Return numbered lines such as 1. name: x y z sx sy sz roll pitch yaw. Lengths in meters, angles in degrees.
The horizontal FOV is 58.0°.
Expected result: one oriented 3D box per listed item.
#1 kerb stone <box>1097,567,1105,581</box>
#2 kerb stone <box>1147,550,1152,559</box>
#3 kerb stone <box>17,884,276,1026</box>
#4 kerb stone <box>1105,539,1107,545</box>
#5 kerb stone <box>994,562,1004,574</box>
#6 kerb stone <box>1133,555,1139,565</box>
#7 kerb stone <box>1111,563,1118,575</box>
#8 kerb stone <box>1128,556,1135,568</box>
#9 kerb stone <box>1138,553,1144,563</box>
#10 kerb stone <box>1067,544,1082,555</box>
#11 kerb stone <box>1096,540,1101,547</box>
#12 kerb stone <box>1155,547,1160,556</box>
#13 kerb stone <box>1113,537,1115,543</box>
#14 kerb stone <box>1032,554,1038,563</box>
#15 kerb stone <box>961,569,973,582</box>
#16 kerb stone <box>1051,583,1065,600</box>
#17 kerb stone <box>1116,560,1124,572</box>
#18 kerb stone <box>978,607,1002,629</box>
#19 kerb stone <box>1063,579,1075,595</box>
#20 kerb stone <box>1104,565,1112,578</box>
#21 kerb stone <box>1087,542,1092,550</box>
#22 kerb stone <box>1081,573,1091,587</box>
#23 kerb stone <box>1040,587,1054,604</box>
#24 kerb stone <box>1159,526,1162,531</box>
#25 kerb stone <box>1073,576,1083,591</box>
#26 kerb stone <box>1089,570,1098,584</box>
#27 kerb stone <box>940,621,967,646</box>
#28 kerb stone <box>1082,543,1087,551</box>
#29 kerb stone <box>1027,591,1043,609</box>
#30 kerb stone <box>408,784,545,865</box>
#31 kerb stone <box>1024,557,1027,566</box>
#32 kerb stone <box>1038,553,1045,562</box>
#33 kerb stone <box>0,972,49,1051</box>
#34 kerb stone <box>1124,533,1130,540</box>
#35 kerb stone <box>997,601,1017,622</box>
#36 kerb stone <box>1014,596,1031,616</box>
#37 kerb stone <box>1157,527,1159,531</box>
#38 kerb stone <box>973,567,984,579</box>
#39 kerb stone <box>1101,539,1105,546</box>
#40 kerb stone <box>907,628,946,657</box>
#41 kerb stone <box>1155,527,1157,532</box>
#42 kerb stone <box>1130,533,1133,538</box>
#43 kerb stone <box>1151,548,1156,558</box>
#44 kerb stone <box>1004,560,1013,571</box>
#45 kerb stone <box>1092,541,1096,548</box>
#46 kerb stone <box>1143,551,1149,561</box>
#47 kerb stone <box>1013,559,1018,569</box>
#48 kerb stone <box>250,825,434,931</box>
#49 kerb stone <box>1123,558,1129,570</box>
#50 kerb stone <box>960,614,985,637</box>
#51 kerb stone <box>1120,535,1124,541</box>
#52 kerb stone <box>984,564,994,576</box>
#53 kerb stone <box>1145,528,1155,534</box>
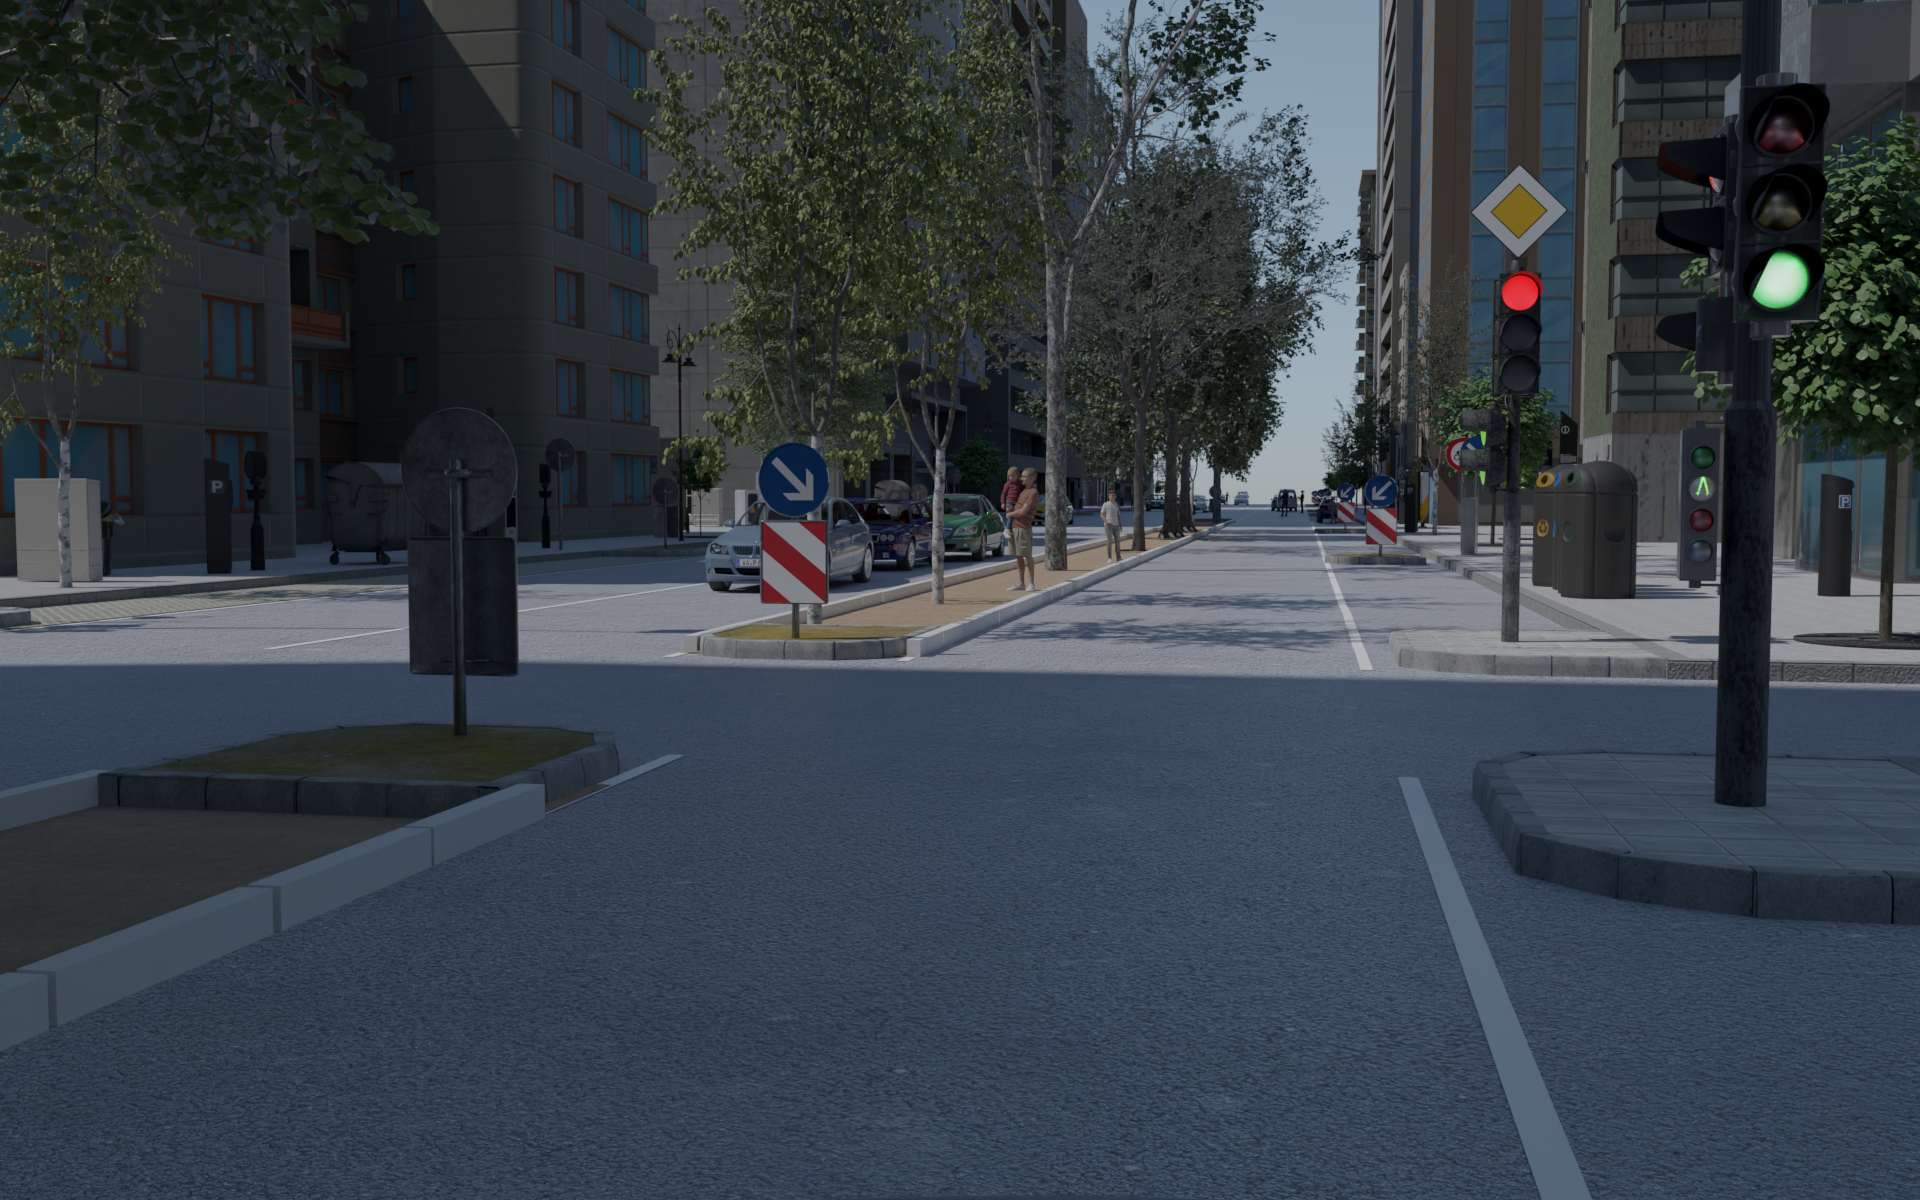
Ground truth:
1. kerb stone: 2.254 -0.403 28.793 0.120 0.150 1.000 1 4 11
2. kerb stone: 4.044 -0.957 37.850 0.120 0.150 1.000 1 4 11
3. kerb stone: -2.391 1.042 5.158 0.120 0.150 1.000 1 4 11
4. kerb stone: 3.977 -1.601 48.364 0.120 0.150 1.000 1 4 11
5. kerb stone: 0.613 -0.555 31.276 0.120 0.150 1.000 1 4 11
6. kerb stone: 3.451 -0.773 34.829 0.120 0.150 1.000 1 4 11
7. kerb stone: 2.655 -0.526 30.801 0.120 0.150 1.000 1 4 11
8. kerb stone: 3.259 -0.708 33.820 0.120 0.150 1.000 1 4 11
9. kerb stone: 3.648 -0.832 35.832 0.120 0.150 1.000 1 4 11
10. kerb stone: 2.793 -1.232 42.344 0.120 0.150 1.000 1 4 11
11. kerb stone: 3.582 -1.478 46.358 0.120 0.150 1.000 1 4 11
12. kerb stone: 4.434 -1.080 39.859 0.120 0.150 1.000 1 4 11
13. kerb stone: 4.373 -1.723 50.369 0.120 0.150 1.000 1 4 11
14. kerb stone: 1.403 -0.799 35.301 0.120 0.150 1.000 1 4 11
15. kerb stone: 0.015 -0.371 28.267 0.120 0.150 1.000 1 4 11
16. kerb stone: 1.273 -0.096 23.762 0.120 0.150 1.000 1 4 11
17. kerb stone: 2.856 -0.588 31.811 0.120 0.150 1.000 1 4 11
18. kerb stone: 0.278 0.212 18.733 0.120 0.150 1.000 1 4 11
19. kerb stone: 1.481 -0.157 24.769 0.120 0.150 1.000 1 4 11
20. kerb stone: 2.457 -0.464 29.798 0.120 0.150 1.000 1 4 11
21. kerb stone: 3.192 -1.355 44.350 0.120 0.150 1.000 1 4 11
22. kerb stone: 1.869 -0.275 26.786 0.120 0.150 1.000 1 4 11
23. kerb stone: 1.073 -0.034 22.752 0.120 0.150 1.000 1 4 11
24. kerb stone: 7.538 -2.707 66.451 0.120 0.150 1.000 1 4 11
25. kerb stone: 1.668 -0.219 25.774 0.120 0.150 1.000 1 4 11
26. kerb stone: 2.058 -0.341 27.790 0.120 0.150 1.000 1 4 11
27. kerb stone: -0.114 0.334 16.727 0.120 0.150 1.000 1 4 11
28. kerb stone: 2.992 -1.294 43.348 0.120 0.150 1.000 1 4 11
29. kerb stone: 0.873 0.027 21.750 0.120 0.150 1.000 1 4 11
30. kerb stone: -1.991 0.919 7.176 0.120 0.150 1.000 1 4 11
31. kerb stone: 1.211 -0.740 34.294 0.120 0.150 1.000 1 4 11
32. kerb stone: 1.605 -0.861 36.311 0.120 0.150 1.000 1 4 11
33. kerb stone: -2.590 1.104 4.146 0.120 0.150 1.000 1 4 11
34. kerb stone: 5.166 -1.969 54.395 0.120 0.150 1.000 1 4 11
35. kerb stone: 0.482 0.150 19.743 0.120 0.150 1.000 1 4 11
36. kerb stone: 0.687 0.089 20.745 0.120 0.150 1.000 1 4 11
37. kerb stone: 7.341 -2.645 65.448 0.120 0.150 1.000 1 4 11
38. kerb stone: 0.220 -0.433 29.269 0.120 0.150 1.000 1 4 11
39. kerb stone: 3.785 -1.535 47.360 0.120 0.150 1.000 1 4 11
40. kerb stone: -0.313 0.396 15.724 0.120 0.150 1.000 1 4 11
41. kerb stone: 7.147 -2.584 64.444 0.120 0.150 1.000 1 4 11
42. kerb stone: 5.368 -2.031 55.398 0.120 0.150 1.000 1 4 11
43. kerb stone: 4.245 -1.019 38.852 0.120 0.150 1.000 1 4 11
44. kerb stone: 0.807 -0.616 32.281 0.120 0.150 1.000 1 4 11
45. kerb stone: 3.389 -1.414 45.353 0.120 0.150 1.000 1 4 11
46. kerb stone: 3.855 -0.896 36.844 0.120 0.150 1.000 1 4 11
47. kerb stone: 1.009 -0.678 33.292 0.120 0.150 1.000 1 4 11
48. kerb stone: -2.186 0.981 6.172 0.120 0.150 1.000 1 4 11
49. kerb stone: 3.055 -0.647 32.818 0.120 0.150 1.000 1 4 11
50. kerb stone: 0.084 0.276 17.730 0.120 0.150 1.000 1 4 11
51. kerb stone: 4.770 -1.846 52.375 0.120 0.150 1.000 1 4 11
52. kerb stone: 0.412 -0.494 30.274 0.120 0.150 1.000 1 4 11
53. kerb stone: 6.949 -2.523 63.442 0.120 0.150 1.000 1 4 11
